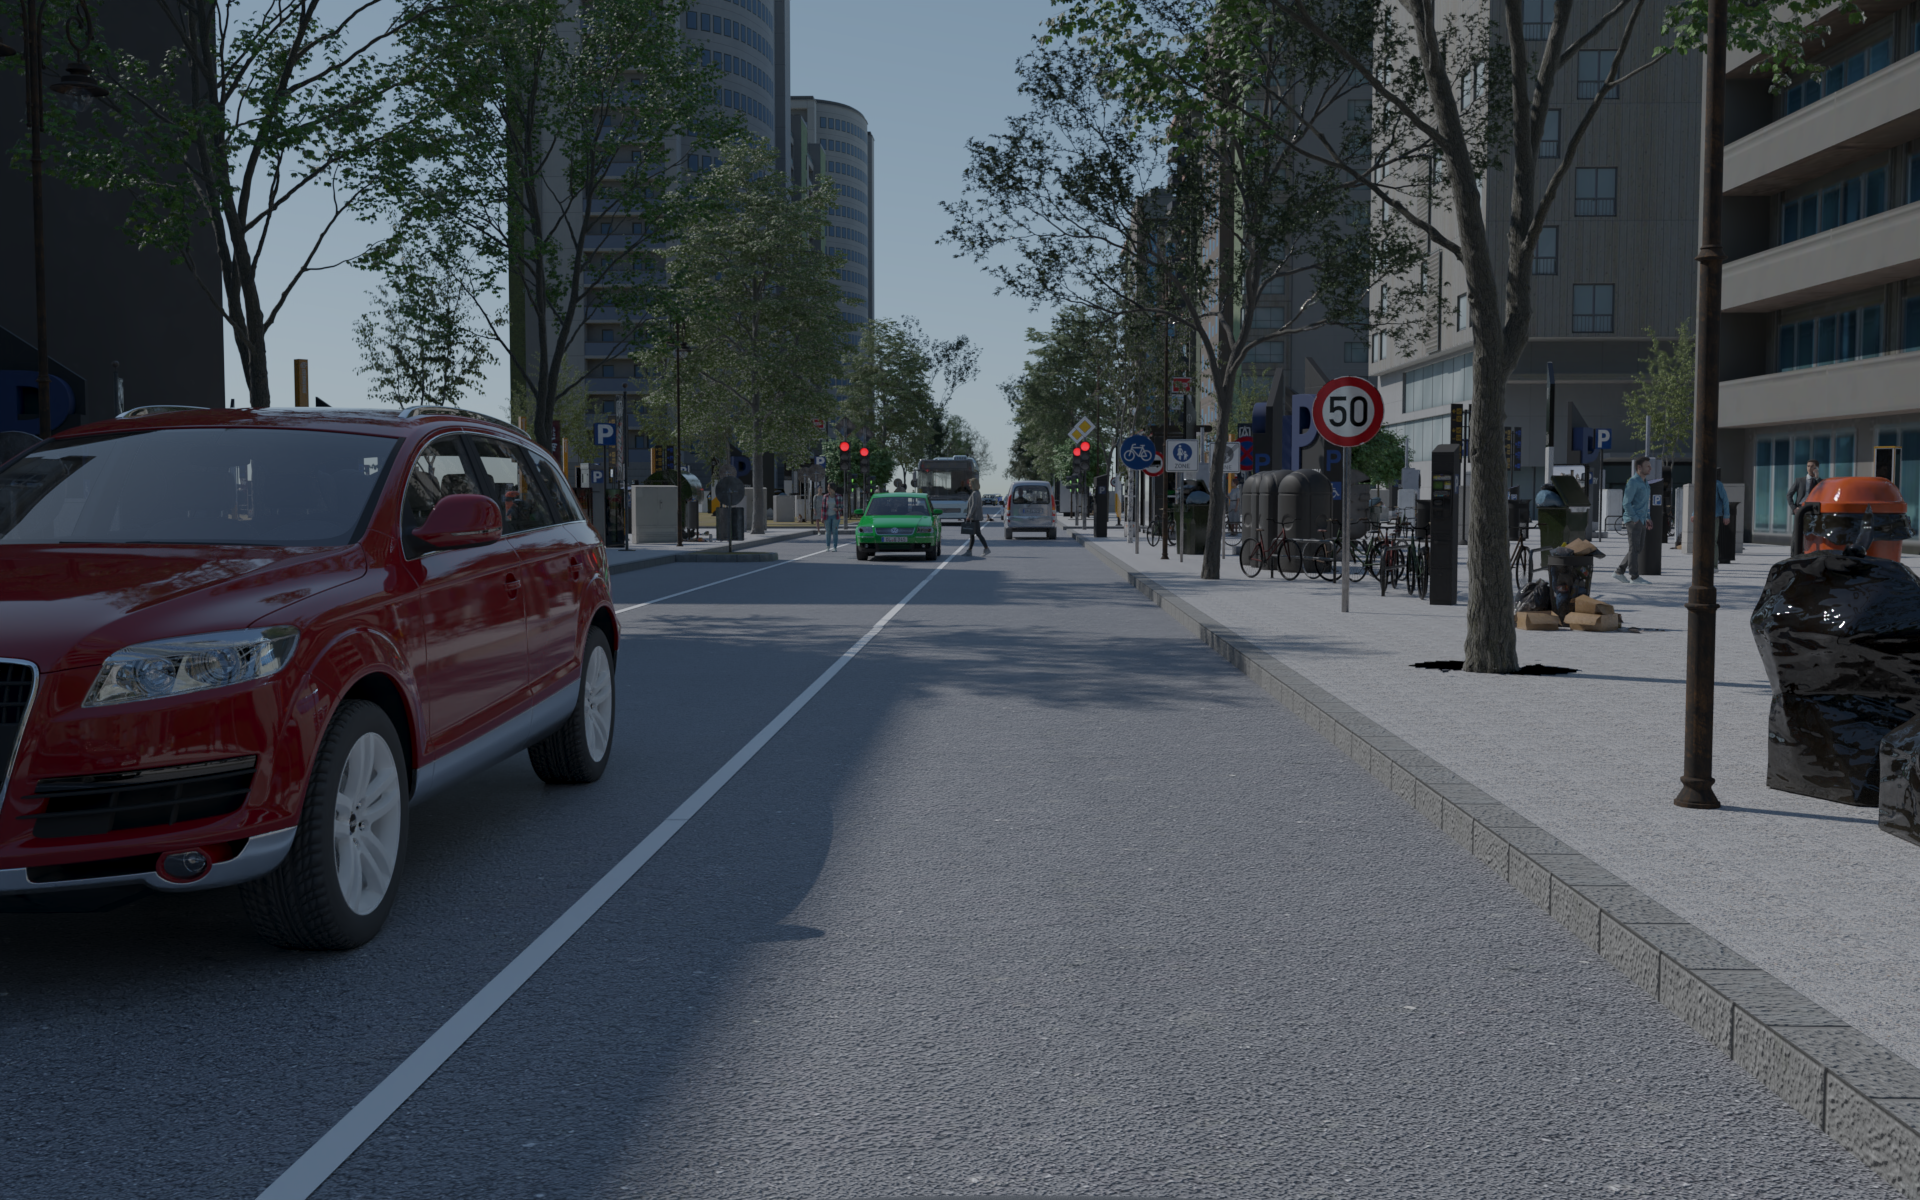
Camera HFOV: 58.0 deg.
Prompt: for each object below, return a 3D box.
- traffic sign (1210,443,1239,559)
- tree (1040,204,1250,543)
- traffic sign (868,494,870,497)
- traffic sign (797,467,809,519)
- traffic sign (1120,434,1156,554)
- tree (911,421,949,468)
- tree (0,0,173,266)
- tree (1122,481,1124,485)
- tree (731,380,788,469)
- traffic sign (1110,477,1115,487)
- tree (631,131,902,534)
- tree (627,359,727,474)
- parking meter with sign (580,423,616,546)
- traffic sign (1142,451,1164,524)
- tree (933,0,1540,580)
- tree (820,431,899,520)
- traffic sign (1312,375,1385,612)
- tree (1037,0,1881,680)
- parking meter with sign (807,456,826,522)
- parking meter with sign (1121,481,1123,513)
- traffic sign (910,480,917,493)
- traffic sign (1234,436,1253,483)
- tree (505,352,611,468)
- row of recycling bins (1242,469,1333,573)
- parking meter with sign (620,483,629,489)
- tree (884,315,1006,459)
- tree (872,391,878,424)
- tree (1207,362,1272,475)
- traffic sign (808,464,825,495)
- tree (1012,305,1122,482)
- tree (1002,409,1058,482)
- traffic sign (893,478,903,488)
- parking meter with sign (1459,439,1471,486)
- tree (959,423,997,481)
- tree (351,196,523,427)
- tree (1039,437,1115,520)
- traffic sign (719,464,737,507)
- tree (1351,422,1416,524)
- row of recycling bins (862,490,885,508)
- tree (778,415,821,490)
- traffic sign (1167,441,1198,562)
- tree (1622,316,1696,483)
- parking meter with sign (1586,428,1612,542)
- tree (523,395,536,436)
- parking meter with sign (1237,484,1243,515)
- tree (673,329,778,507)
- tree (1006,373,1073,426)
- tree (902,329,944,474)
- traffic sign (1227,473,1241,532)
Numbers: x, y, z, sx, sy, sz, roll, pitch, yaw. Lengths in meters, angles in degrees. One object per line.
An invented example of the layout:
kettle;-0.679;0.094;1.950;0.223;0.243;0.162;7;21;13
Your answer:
traffic sign;5.198;-1.955;34.098;0.606;2.300;0.079;1;4;9
tree;4.668;-5.796;45.123;4.360;8.622;3.978;0;3;0
traffic sign;-6.597;-7.674;125.569;0.768;2.556;0.104;0;4;3
traffic sign;-7.325;-5.006;81.948;0.768;2.556;0.104;0;4;7
traffic sign;3.797;-2.260;37.064;0.768;2.556;0.104;0;4;4
tree;-3.277;-12.623;156.744;4.737;8.622;4.395;0;3;0
tree;-8.561;-5.802;20.619;9.928;11.665;9.643;0;3;0
tree;13.062;-8.243;129.378;1.663;3.219;1.824;0;3;0
tree;-12.284;-9.599;107.313;4.737;8.622;4.395;0;3;0
traffic sign;11.479;-7.834;128.187;0.768;2.556;0.104;1;4;8
tree;-6.672;-8.391;55.325;7.486;12.596;7.792;0;3;0
tree;-15.823;-8.731;93.115;4.737;8.622;4.395;0;3;0
parking meter with sign;-9.148;-2.876;43.282;0.543;3.016;1.738;-2;4;-31
traffic sign;5.656;-3.092;50.657;0.768;2.556;0.104;1;4;11
tree;3.823;-5.566;25.410;8.767;10.594;7.601;-1;4;-13
tree;-5.407;-6.261;86.075;4.285;4.588;4.351;0;3;0
traffic sign;4.182;-1.139;18.723;0.768;2.556;0.104;1;4;9
tree;3.890;-5.298;12.374;9.928;11.665;9.643;0;3;0
parking meter with sign;-6.753;-5.164;80.700;0.543;3.016;1.738;-1;4;-21
parking meter with sign;10.790;-7.380;116.920;0.543;3.016;1.738;0;4;0
traffic sign;-3.590;-8.482;138.788;0.768;2.556;0.104;0;4;3
traffic sign;6.287;-2.320;38.041;0.768;2.556;0.104;0;4;3
tree;-20.518;-8.373;87.267;4.737;8.622;4.395;0;3;0
row of recycling bins;5.550;-1.385;29.762;1.069;1.692;3.534;0;4;-3
parking meter with sign;-23.680;-7.698;122.123;1.738;3.016;0.543;-2;4;-26
tree;-4.641;-20.148;185.307;12.611;20.169;13.585;0;3;0
tree;-4.009;-12.127;132.695;8.767;10.594;7.601;3;4;38
tree;15.929;-8.893;95.758;4.737;8.622;4.395;0;3;0
traffic sign;-6.101;-4.496;73.609;0.768;2.556;0.104;0;4;8
tree;6.727;-11.348;103.674;7.486;12.596;7.792;0;3;0
tree;9.584;-17.360;200.851;9.611;12.733;9.660;0;3;0
traffic sign;-4.968;-8.455;138.349;0.768;2.556;0.104;1;4;12
parking meter with sign;16.034;-3.519;53.797;0.543;3.016;1.738;-1;4;-21
tree;1.133;-23.866;300.577;12.009;13.543;11.850;0;3;0
tree;-13.100;-5.644;42.641;4.360;8.622;3.978;0;3;0
tree;5.995;-6.262;86.103;4.285;4.588;4.351;0;3;0
traffic sign;-9.845;-4.483;73.403;0.768;2.556;0.104;0;4;3
tree;18.239;-5.637;75.880;4.285;4.588;4.351;0;3;0
row of recycling bins;-7.233;-7.308;126.603;3.534;1.692;1.069;0;4;0
tree;-12.181;-11.107;131.961;4.360;8.622;3.978;0;3;0
traffic sign;4.159;-1.855;32.462;0.606;2.300;0.079;0;4;3
tree;29.686;-7.473;72.546;4.737;8.622;4.395;0;3;0
parking meter with sign;16.737;-3.091;46.798;0.543;3.016;1.738;-1;4;-22
tree;-30.879;-10.589;123.485;4.360;8.622;3.978;0;3;0
parking meter with sign;16.937;-6.718;106.105;0.543;3.016;1.738;-1;4;-15
tree;-10.437;-7.646;75.380;4.360;8.622;3.978;0;3;0
tree;11.578;-23.476;239.719;12.611;20.169;13.585;0;3;0
tree;-4.694;-11.820;111.391;7.486;12.596;7.792;0;3;0
traffic sign;9.570;-3.624;59.250;0.884;2.594;0.081;0;4;8
